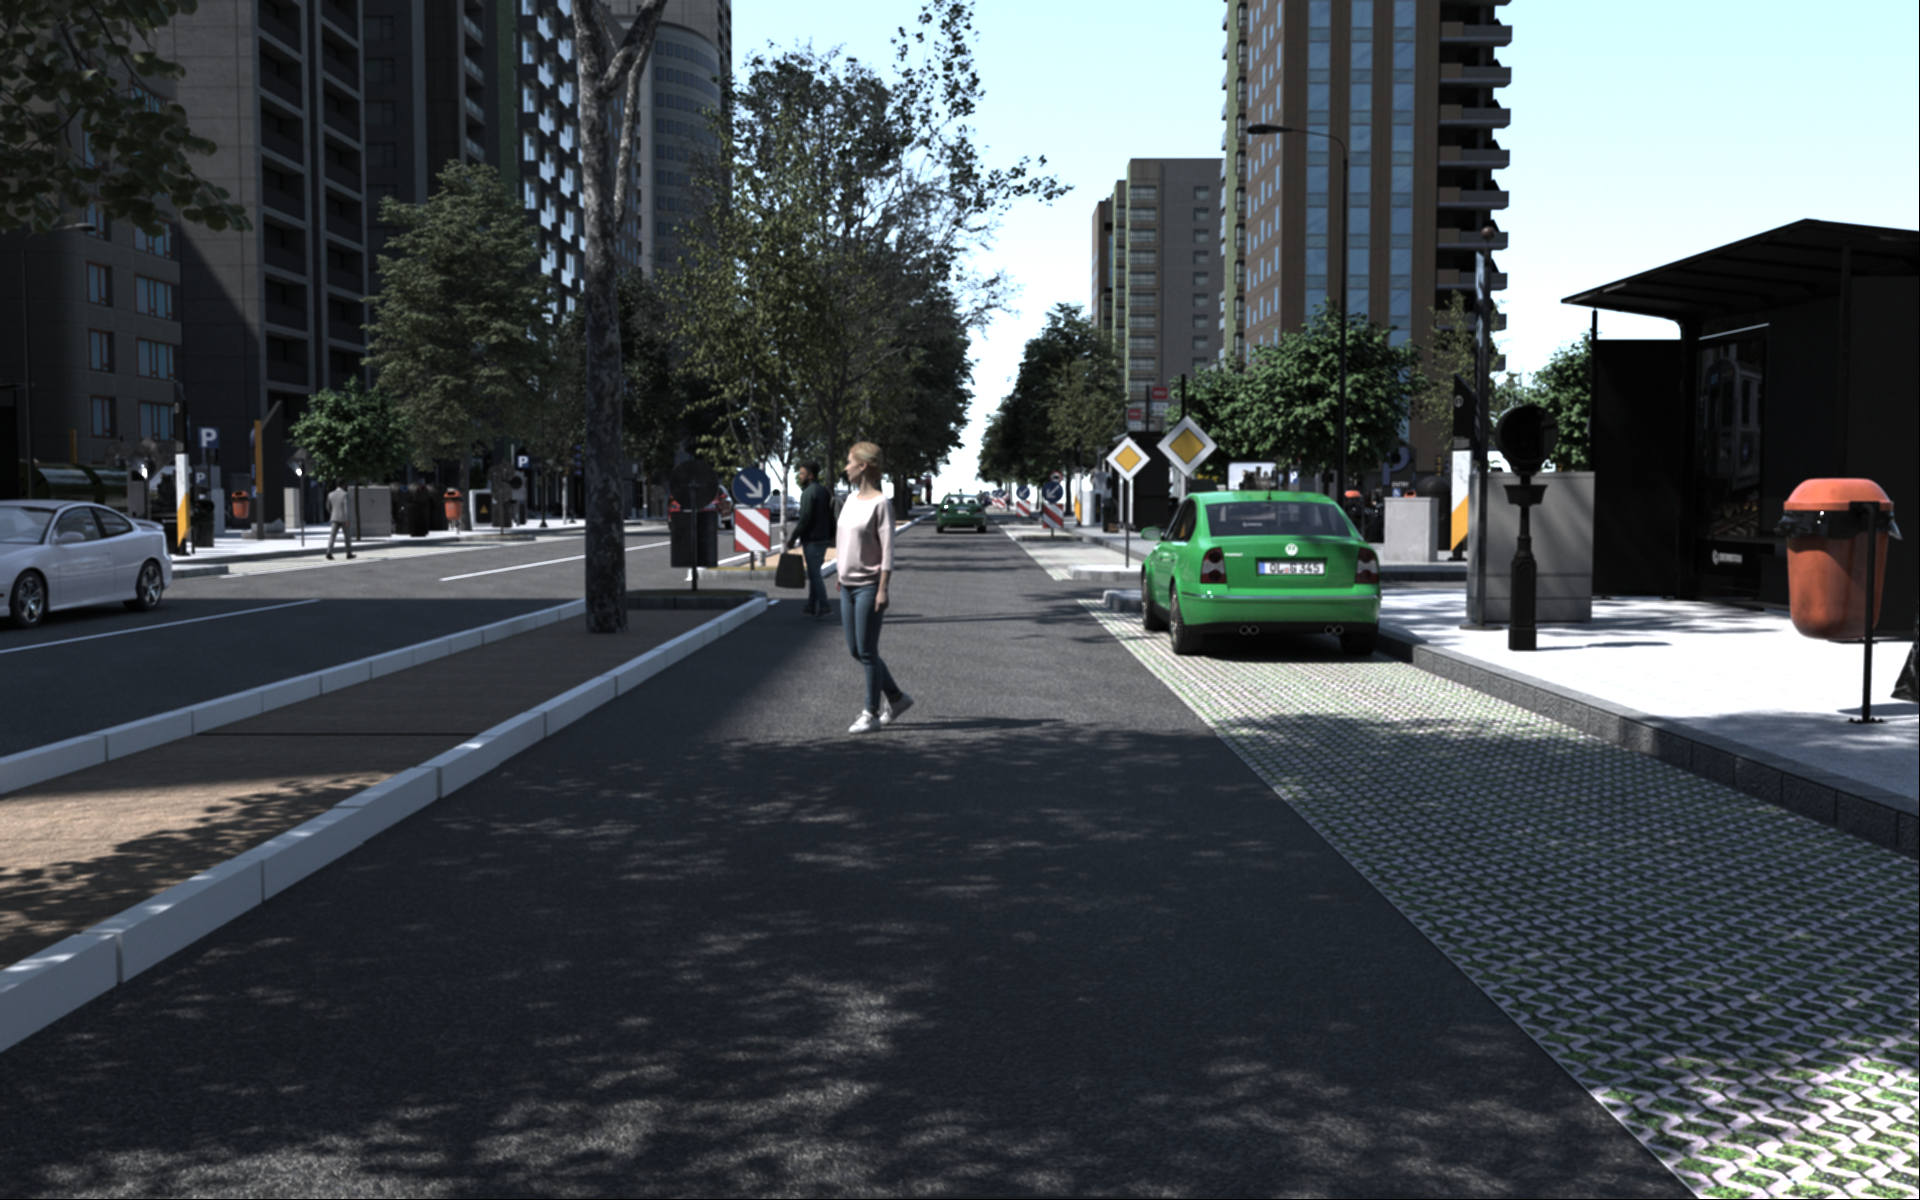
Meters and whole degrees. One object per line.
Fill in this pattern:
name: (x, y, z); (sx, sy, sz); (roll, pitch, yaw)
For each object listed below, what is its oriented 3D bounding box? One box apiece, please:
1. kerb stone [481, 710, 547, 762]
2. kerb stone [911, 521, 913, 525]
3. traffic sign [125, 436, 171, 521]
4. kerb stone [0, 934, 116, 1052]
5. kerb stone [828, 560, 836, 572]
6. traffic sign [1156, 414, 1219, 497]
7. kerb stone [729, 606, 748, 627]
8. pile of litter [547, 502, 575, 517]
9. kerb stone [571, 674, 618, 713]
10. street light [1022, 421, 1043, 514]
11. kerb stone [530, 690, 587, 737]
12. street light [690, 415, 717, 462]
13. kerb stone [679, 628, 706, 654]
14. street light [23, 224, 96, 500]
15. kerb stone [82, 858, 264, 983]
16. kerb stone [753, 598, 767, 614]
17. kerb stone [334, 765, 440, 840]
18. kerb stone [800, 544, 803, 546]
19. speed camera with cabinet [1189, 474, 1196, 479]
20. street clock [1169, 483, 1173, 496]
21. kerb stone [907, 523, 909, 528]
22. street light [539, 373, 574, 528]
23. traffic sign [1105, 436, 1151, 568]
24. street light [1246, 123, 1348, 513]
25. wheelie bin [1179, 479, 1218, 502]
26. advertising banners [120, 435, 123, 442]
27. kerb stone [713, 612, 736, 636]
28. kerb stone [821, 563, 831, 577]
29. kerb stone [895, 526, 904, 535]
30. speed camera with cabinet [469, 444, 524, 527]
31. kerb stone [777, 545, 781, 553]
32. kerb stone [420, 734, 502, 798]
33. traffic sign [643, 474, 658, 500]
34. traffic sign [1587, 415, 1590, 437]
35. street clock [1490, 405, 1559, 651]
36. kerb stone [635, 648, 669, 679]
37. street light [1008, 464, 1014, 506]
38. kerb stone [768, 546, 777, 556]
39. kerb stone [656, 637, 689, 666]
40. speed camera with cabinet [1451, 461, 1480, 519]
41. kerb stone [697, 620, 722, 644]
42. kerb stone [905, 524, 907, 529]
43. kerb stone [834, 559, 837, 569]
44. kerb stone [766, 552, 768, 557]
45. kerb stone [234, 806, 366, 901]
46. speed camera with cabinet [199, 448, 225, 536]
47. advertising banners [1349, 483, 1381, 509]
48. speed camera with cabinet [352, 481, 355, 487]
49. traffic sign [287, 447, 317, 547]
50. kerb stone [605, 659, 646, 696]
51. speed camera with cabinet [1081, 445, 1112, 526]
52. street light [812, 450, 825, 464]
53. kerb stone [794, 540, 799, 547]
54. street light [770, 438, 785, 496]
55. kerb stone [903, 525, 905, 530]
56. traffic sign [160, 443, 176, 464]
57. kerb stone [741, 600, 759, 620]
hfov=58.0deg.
kerb stone: (-2.507, 0.766, 9.686); (0.120, 0.150, 1.000); (0, 4, 0)
kerb stone: (-2.255, -3.283, 75.876); (0.120, 0.150, 1.000); (0, 4, 0)
traffic sign: (-14.050, -1.612, 29.995); (0.795, 2.450, 0.064); (0, 4, 0)
kerb stone: (-2.521, 1.079, 4.549); (0.120, 0.150, 1.000); (0, 4, 0)
kerb stone: (-2.418, -0.587, 31.794); (0.120, 0.150, 1.000); (0, 4, 0)
traffic sign: (2.865, -1.118, 21.928); (0.795, 2.450, 0.064); (0, 4, 0)
kerb stone: (-2.466, 0.201, 18.916); (0.120, 0.150, 1.000); (0, 4, 0)
pile of litter: (-22.785, -5.188, 98.783); (1.719, 0.858, 1.176); (1, 4, 10)
kerb stone: (-2.498, 0.644, 11.733); (0.120, 0.150, 1.000); (0, 4, 0)
street light: (4.640, -8.386, 109.644); (1.470, 5.913, 1.316); (0, 4, 0)
kerb stone: (-2.495, 0.702, 10.711); (0.120, 0.150, 1.000); (0, 4, 0)
street light: (-15.243, -7.888, 101.505); (1.470, 5.913, 1.316); (0, 4, 0)
kerb stone: (-2.478, 0.392, 15.833); (0.120, 0.150, 1.000); (0, 4, 0)
street light: (-15.542, -3.509, 29.921); (1.470, 5.913, 1.316); (0, 4, 0)
kerb stone: (-2.511, 1.017, 5.572); (0.120, 0.150, 1.000); (0, 4, 0)
kerb stone: (-2.460, 0.075, 20.986); (0.120, 0.150, 1.000); (0, 4, 0)
kerb stone: (-2.517, 0.891, 7.626); (0.120, 0.150, 1.000); (0, 4, 0)
kerb stone: (-4.459, -1.589, 48.176); (0.120, 0.150, 1.000); (0, 4, 0)
speed camera with cabinet: (11.549, -5.303, 81.044); (0.660, 3.252, 2.038); (-3, 5, -43)
street clock: (8.614, -4.130, 72.096); (0.471, 2.002, 0.358); (-1, 4, -20)
kerb stone: (-2.281, -2.966, 70.751); (0.120, 0.150, 1.000); (0, 4, 0)
street light: (-15.362, -5.713, 65.950); (1.470, 5.913, 1.316); (0, 4, 0)
traffic sign: (2.894, -1.607, 29.913); (0.795, 2.450, 0.064); (0, 4, 0)
street light: (4.291, -3.017, 21.873); (1.470, 5.913, 1.316); (0, 4, 0)
wheelie bin: (5.058, -1.750, 36.514); (0.980, 1.594, 0.693); (-2, 4, -24)
advertising banners: (-25.554, -3.451, 52.613); (0.090, 3.025, 2.074); (-2, 4, -33)
kerb stone: (-2.463, 0.263, 17.894); (0.120, 0.150, 1.000); (0, 4, 0)
kerb stone: (-2.428, -0.525, 30.772); (0.120, 0.150, 1.000); (0, 4, 0)
kerb stone: (-2.298, -2.649, 65.606); (0.120, 0.150, 1.000); (0, 4, 0)
speed camera with cabinet: (-18.316, -4.535, 68.484); (2.038, 3.252, 0.660); (-2, 4, -25)
kerb stone: (-4.479, -1.212, 42.014); (0.120, 0.150, 1.000); (0, 4, 0)
kerb stone: (-2.499, 0.829, 8.659); (0.120, 0.150, 1.000); (0, 4, 0)
traffic sign: (-18.042, -6.184, 101.115); (0.884, 2.594, 0.081); (0, 4, 3)
traffic sign: (8.664, -1.398, 22.960); (0.768, 2.556, 0.104); (0, 4, 1)
street clock: (4.619, -0.587, 14.171); (0.471, 2.002, 0.358); (0, 4, 6)
kerb stone: (-2.485, 0.519, 13.782); (0.120, 0.150, 1.000); (0, 4, 0)
street light: (4.710, -10.603, 145.894); (1.470, 5.913, 1.316); (0, 4, 0)
kerb stone: (-4.497, -1.150, 40.992); (0.120, 0.150, 1.000); (0, 4, 0)
kerb stone: (-2.481, 0.452, 14.804); (0.120, 0.150, 1.000); (0, 4, 0)
speed camera with cabinet: (19.996, -4.601, 69.562); (0.660, 3.252, 2.038); (-3, 4, -38)
kerb stone: (-2.474, 0.330, 16.868); (0.120, 0.150, 1.000); (0, 4, 0)
kerb stone: (-2.279, -2.844, 68.696); (0.120, 0.150, 1.000); (0, 4, 0)
kerb stone: (-2.411, -0.649, 32.820); (0.120, 0.150, 1.000); (0, 4, 0)
kerb stone: (-4.499, -1.023, 38.948); (0.120, 0.150, 1.000); (0, 4, 0)
kerb stone: (-2.509, 0.959, 6.600); (0.120, 0.150, 1.000); (0, 4, 0)
speed camera with cabinet: (-23.003, -3.604, 53.269); (0.660, 3.252, 2.038); (-2, 4, -26)
advertising banners: (17.034, -4.664, 72.444); (2.074, 3.025, 0.090); (-2, 4, -23)
speed camera with cabinet: (-28.557, -5.483, 83.978); (0.660, 3.252, 2.038); (2, 4, 25)
traffic sign: (-16.010, -2.505, 42.143); (0.795, 2.450, 0.064); (1, 4, 9)
kerb stone: (-2.482, 0.579, 12.755); (0.120, 0.150, 1.000); (0, 4, 0)
speed camera with cabinet: (5.503, -4.610, 69.713); (0.660, 3.252, 2.038); (2, 4, 26)
street light: (-14.928, -12.604, 178.619); (1.470, 5.913, 1.316); (0, 4, 0)
kerb stone: (-4.470, -1.463, 46.116); (0.120, 0.150, 1.000); (0, 4, 0)
street light: (-15.101, -10.411, 142.755); (1.470, 5.913, 1.316); (0, 4, 0)
kerb stone: (-2.289, -2.716, 66.640); (0.120, 0.150, 1.000); (0, 4, 0)
traffic sign: (-19.720, -2.637, 43.226); (0.768, 2.556, 0.104); (0, 4, 1)
kerb stone: (-2.462, 0.140, 19.949); (0.120, 0.150, 1.000); (0, 4, 0)
